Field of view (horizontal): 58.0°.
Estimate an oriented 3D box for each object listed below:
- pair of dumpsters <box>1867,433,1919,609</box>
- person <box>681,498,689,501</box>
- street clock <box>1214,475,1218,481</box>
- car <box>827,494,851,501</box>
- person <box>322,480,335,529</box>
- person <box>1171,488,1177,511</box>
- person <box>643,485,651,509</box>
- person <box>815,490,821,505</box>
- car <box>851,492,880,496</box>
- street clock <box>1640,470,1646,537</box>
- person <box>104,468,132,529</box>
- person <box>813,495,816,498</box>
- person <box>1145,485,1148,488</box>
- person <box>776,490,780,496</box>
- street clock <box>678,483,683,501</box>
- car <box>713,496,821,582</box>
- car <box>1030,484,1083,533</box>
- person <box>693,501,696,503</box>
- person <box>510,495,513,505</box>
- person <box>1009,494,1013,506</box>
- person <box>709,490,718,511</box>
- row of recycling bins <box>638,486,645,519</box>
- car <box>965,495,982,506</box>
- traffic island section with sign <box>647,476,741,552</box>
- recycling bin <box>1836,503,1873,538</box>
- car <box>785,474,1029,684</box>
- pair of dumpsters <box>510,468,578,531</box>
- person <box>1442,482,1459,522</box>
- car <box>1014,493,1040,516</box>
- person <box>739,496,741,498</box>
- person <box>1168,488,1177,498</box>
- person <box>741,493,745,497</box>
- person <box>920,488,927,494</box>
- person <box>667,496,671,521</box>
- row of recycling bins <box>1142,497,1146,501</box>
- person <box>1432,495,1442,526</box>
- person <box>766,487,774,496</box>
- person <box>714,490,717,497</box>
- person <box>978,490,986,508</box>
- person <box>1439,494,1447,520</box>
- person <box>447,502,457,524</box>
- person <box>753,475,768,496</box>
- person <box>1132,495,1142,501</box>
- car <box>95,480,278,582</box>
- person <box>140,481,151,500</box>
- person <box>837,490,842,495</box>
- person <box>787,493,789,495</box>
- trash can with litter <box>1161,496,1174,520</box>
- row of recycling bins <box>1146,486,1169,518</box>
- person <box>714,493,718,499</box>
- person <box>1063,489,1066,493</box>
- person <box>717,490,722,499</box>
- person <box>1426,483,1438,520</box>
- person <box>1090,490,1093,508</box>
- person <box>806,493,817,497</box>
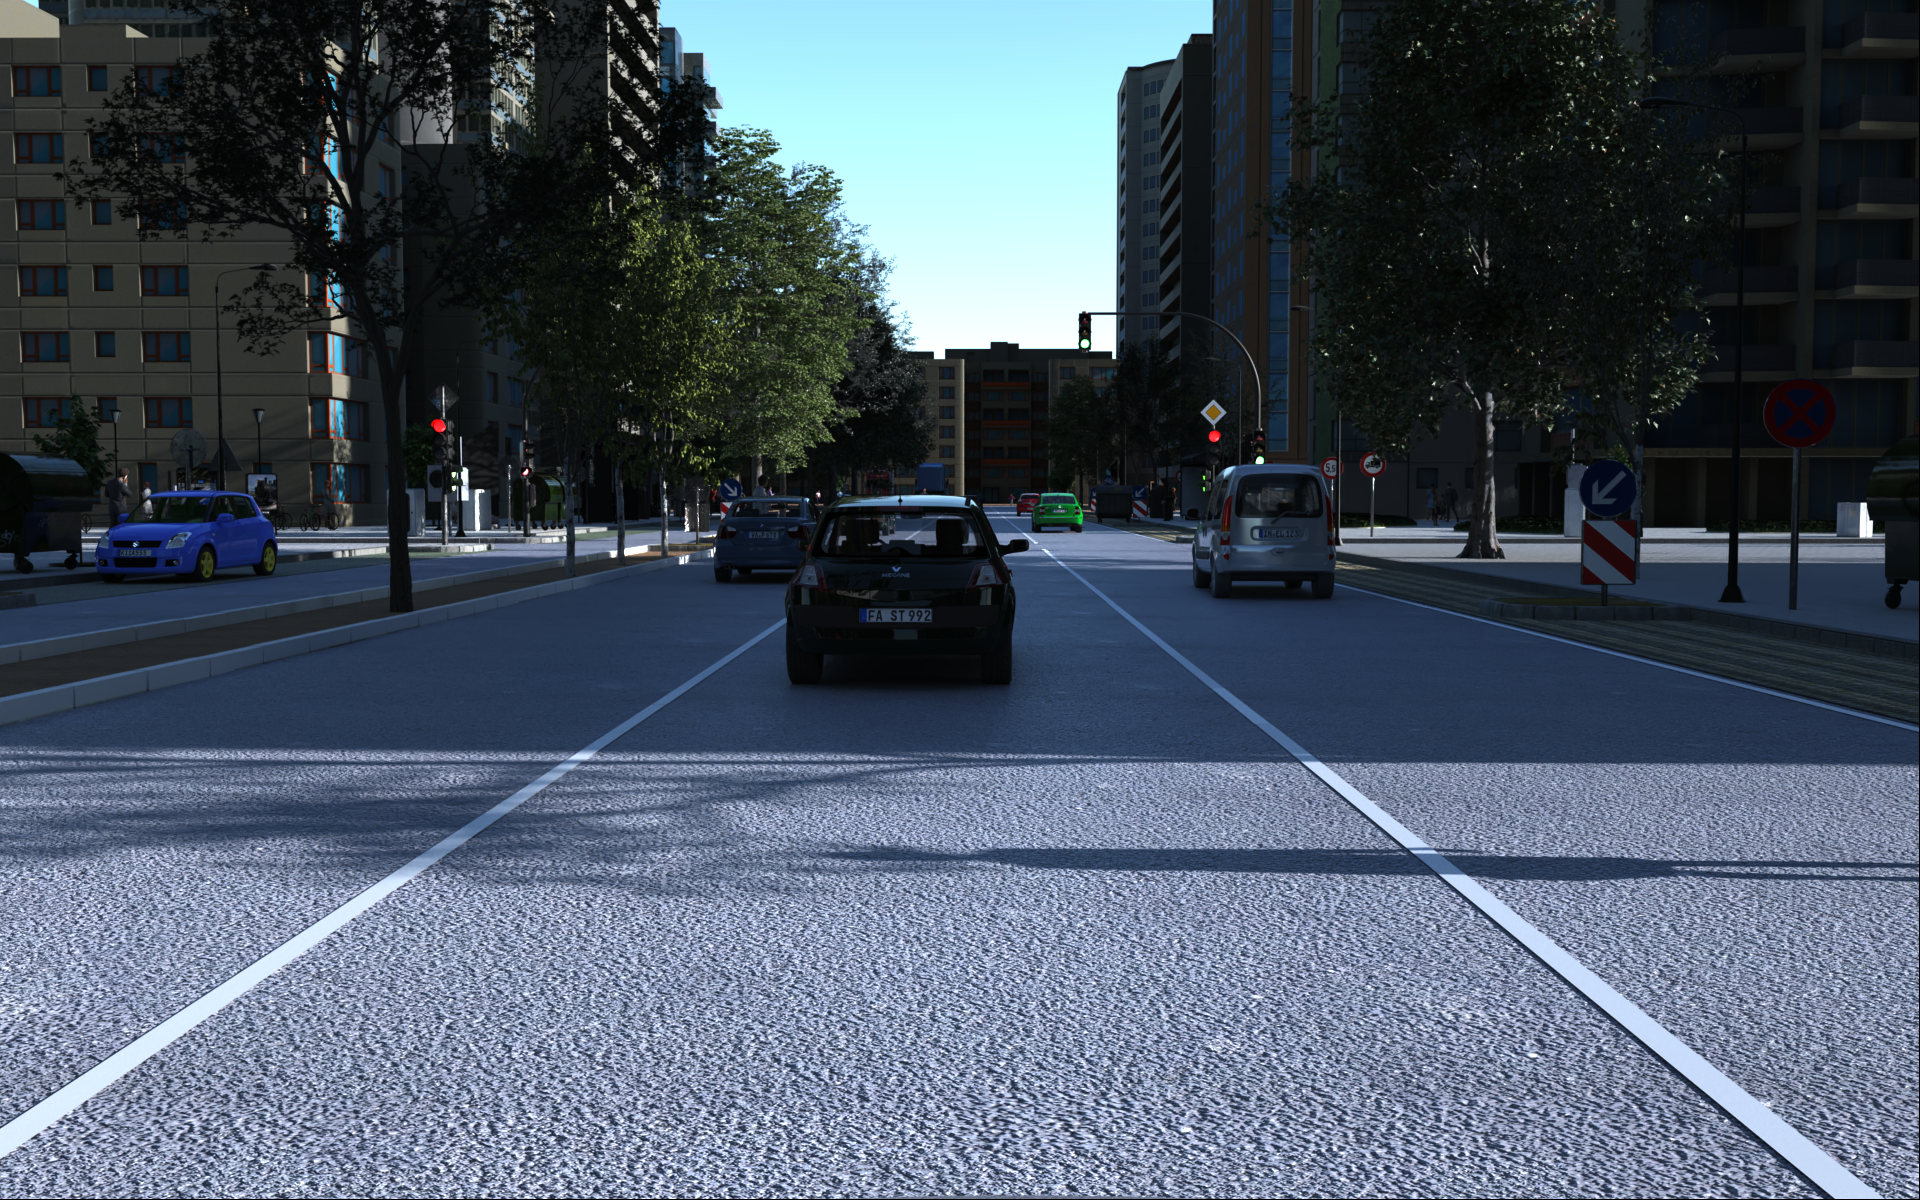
[{"bbox_3d":[10.944,-0.904,17.281,1.574,2.255,4.437,0,4,1],"label":"pair of dumpsters"},{"bbox_3d":[-18.753,-6.789,117.396,0.623,1.781,0.721,-2,4,-28],"label":"person"},{"bbox_3d":[9.854,-3.760,66.042,0.358,2.002,0.471,-1,4,-19],"label":"street clock"},{"bbox_3d":[-8.298,-6.731,122.059,2.014,1.417,4.499,0,4,1],"label":"car"},{"bbox_3d":[-23.127,-3.504,63.606,0.520,1.790,0.573,3,5,39],"label":"person"},{"bbox_3d":[15.937,-7.450,128.370,0.721,1.766,1.217,0,4,2],"label":"person"},{"bbox_3d":[-18.057,-5.731,99.714,0.822,1.834,0.622,-2,4,-24],"label":"person"},{"bbox_3d":[-16.578,-11.965,202.615,0.756,1.711,0.436,-2,4,-32],"label":"person"},{"bbox_3d":[-3.233,-3.141,61.138,2.009,1.686,4.222,0,4,2],"label":"car"},{"bbox_3d":[20.158,-2.862,51.367,0.358,2.002,0.471,0,4,7],"label":"street clock"},{"bbox_3d":[-18.178,-1.933,37.455,0.655,1.846,0.447,1,4,19],"label":"person"},{"bbox_3d":[-15.782,-10.705,184.295,0.991,1.433,0.599,0,4,7],"label":"person"},{"bbox_3d":[11.557,-6.216,107.679,0.555,1.821,0.388,2,4,34],"label":"person"},{"bbox_3d":[-20.363,-11.530,195.347,1.217,1.735,0.721,3,4,36],"label":"person"},{"bbox_3d":[-17.518,-6.324,107.967,0.471,2.002,0.358,2,4,29],"label":"street clock"},{"bbox_3d":[-3.131,-1.076,29.601,2.014,1.417,4.499,0,4,0],"label":"car"},{"bbox_3d":[3.652,-3.478,65.658,1.959,1.807,4.718,0,3,0],"label":"car"},{"bbox_3d":[-19.272,-7.299,126.134,0.466,1.731,0.760,-2,4,-27],"label":"person"},{"bbox_3d":[-20.903,-4.598,81.642,0.576,1.772,0.534,-3,4,-36],"label":"person"},{"bbox_3d":[6.246,-12.065,208.985,0.991,1.433,0.599,3,5,41],"label":"person"},{"bbox_3d":[-18.561,-7.548,129.396,1.348,1.831,0.705,1,4,23],"label":"person"},{"bbox_3d":[-16.999,-5.080,90.179,1.069,1.692,3.534,-1,4,-18],"label":"row of recycling bins"},{"bbox_3d":[0.842,-7.923,142.116,1.945,1.354,3.894,0,4,-1],"label":"car"},{"bbox_3d":[-6.752,-2.183,43.829,2.006,1.907,1.989,0,4,0],"label":"traffic island section with sign"},{"bbox_3d":[26.551,-2.375,51.386,0.722,1.027,0.722,-2,4,-31],"label":"recycling bin"},{"bbox_3d":[-0.419,-0.286,14.459,2.009,1.686,4.222,0,4,1],"label":"car"},{"bbox_3d":[-15.069,-3.679,62.646,1.574,2.255,4.437,0,4,0],"label":"pair of dumpsters"},{"bbox_3d":[22.379,-4.464,78.995,0.622,1.834,0.822,-1,4,-16],"label":"person"},{"bbox_3d":[4.580,-6.314,112.268,2.155,1.783,4.494,0,4,2],"label":"car"},{"bbox_3d":[-24.998,-11.591,196.481,0.530,1.710,0.541,-2,4,-23],"label":"person"},{"bbox_3d":[19.046,-9.248,157.262,1.348,1.821,0.705,2,4,23],"label":"person"},{"bbox_3d":[-25.274,-11.775,199.353,1.217,1.735,0.721,1,4,20],"label":"person"},{"bbox_3d":[-2.334,-6.212,110.163,0.635,1.810,0.391,-2,4,-24],"label":"person"},{"bbox_3d":[-14.197,-4.455,83.895,0.382,1.210,0.505,0,4,-2],"label":"person"},{"bbox_3d":[11.648,-5.980,104.891,1.069,1.692,3.534,0,4,-2],"label":"row of recycling bins"},{"bbox_3d":[19.259,-3.620,69.899,0.362,1.253,0.373,-3,4,-38],"label":"person"},{"bbox_3d":[-14.458,-7.744,132.519,0.599,1.838,0.709,-3,5,-42],"label":"person"},{"bbox_3d":[-28.713,-12.095,203.786,0.705,1.826,1.348,0,4,4],"label":"person"},{"bbox_3d":[2.181,-10.060,172.969,0.705,1.826,1.348,2,4,35],"label":"person"},{"bbox_3d":[23.809,-4.599,85.501,0.475,1.303,0.640,-2,4,-25],"label":"person"},{"bbox_3d":[-21.624,-4.106,73.536,0.624,1.780,0.694,1,4,16],"label":"person"},{"bbox_3d":[-4.356,-1.758,37.089,0.795,1.843,0.661,-1,4,-12],"label":"person"},{"bbox_3d":[12.050,-6.811,118.071,0.731,1.740,0.598,1,4,14],"label":"person"},{"bbox_3d":[-12.943,-1.190,29.044,1.945,1.707,3.694,0,4,1],"label":"car"},{"bbox_3d":[-30.478,-3.557,64.771,0.524,1.755,0.480,0,4,0],"label":"person"},{"bbox_3d":[-14.110,-12.036,202.812,1.348,1.826,0.705,-3,5,-42],"label":"person"},{"bbox_3d":[-18.625,-10.761,185.168,0.799,1.438,0.628,-1,4,-19],"label":"person"},{"bbox_3d":[10.421,-4.615,86.837,0.624,1.170,1.055,1,4,10],"label":"trash can with litter"},{"bbox_3d":[10.692,-5.244,92.854,1.069,1.692,3.534,0,4,5],"label":"row of recycling bins"},{"bbox_3d":[-24.374,-9.995,172.677,0.599,1.433,0.991,-2,4,-28],"label":"person"},{"bbox_3d":[10.876,-10.585,179.123,0.705,1.822,1.348,-1,4,-17],"label":"person"},{"bbox_3d":[-24.423,-10.314,175.621,0.756,1.711,0.436,0,4,6],"label":"person"},{"bbox_3d":[22.993,-4.781,84.313,0.616,1.811,0.778,2,4,33],"label":"person"},{"bbox_3d":[11.988,-9.217,157.548,0.445,1.727,0.742,-1,4,-23],"label":"person"},{"bbox_3d":[-16.673,-11.505,194.166,1.348,1.821,0.705,-1,4,-10],"label":"person"}]
